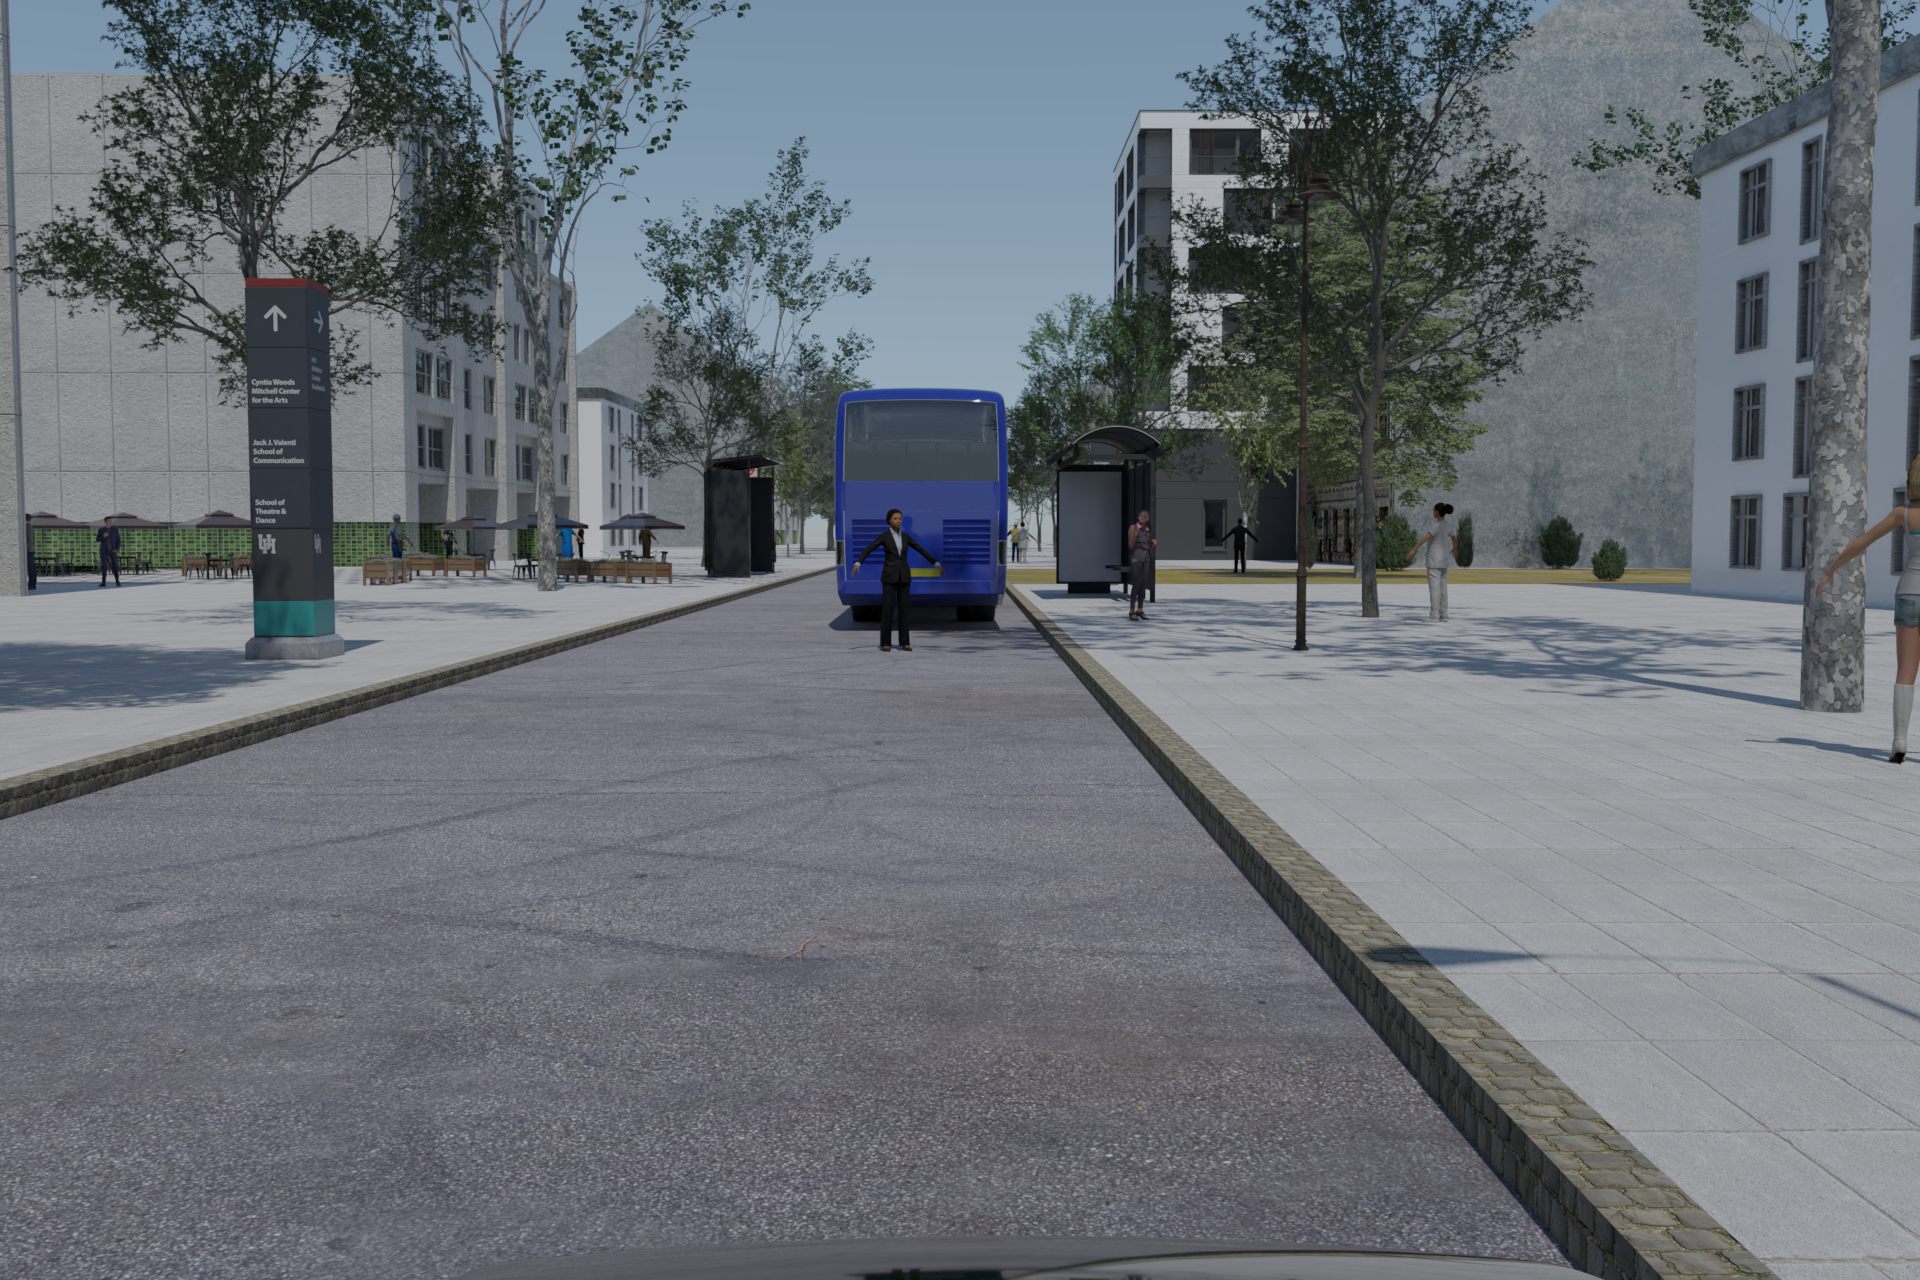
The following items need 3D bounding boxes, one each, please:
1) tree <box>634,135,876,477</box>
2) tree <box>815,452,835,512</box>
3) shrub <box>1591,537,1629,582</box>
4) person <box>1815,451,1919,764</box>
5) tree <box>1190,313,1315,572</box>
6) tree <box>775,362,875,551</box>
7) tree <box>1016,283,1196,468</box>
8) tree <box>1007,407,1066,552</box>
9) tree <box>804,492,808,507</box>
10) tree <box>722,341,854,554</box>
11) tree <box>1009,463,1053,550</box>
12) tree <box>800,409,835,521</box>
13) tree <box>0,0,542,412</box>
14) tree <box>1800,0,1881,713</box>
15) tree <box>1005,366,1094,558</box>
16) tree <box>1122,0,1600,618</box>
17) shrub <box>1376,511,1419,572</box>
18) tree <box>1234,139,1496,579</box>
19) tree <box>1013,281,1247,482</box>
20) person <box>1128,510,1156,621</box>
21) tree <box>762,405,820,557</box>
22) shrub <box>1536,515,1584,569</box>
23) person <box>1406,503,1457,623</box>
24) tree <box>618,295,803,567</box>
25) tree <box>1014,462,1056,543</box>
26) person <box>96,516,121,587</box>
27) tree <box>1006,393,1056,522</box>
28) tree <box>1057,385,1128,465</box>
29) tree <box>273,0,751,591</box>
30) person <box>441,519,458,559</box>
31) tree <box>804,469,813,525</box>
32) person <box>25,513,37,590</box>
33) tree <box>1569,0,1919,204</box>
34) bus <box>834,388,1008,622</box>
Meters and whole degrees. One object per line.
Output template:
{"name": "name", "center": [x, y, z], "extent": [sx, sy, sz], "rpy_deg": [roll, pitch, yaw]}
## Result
{"name": "tree", "center": [-9.798, -13.955, 84.051], "extent": [12.611, 20.169, 13.585], "rpy_deg": [0, 3, 0]}
{"name": "tree", "center": [-9.941, -11.548, 139.178], "extent": [4.737, 8.622, 4.395], "rpy_deg": [0, 3, 0]}
{"name": "shrub", "center": [17.578, -2.188, 46.889], "extent": [1.383, 1.207, 1.383], "rpy_deg": [0, 3, 0]}
{"name": "person", "center": [5.416, -0.186, 9.652], "extent": [1.214, 1.753, 0.721], "rpy_deg": [3, 5, 40]}
{"name": "tree", "center": [9.897, -6.621, 58.608], "extent": [4.737, 8.622, 4.395], "rpy_deg": [0, 3, 0]}
{"name": "tree", "center": [-9.603, -13.609, 129.167], "extent": [9.857, 13.997, 8.962], "rpy_deg": [0, 3, 0]}
{"name": "tree", "center": [6.113, -9.011, 73.081], "extent": [9.928, 11.665, 9.643], "rpy_deg": [0, 3, 0]}
{"name": "tree", "center": [5.437, -11.669, 125.205], "extent": [7.601, 10.594, 8.767], "rpy_deg": [0, 4, 1]}
{"name": "tree", "center": [-21.526, -17.408, 234.989], "extent": [4.360, 8.622, 3.978], "rpy_deg": [0, 3, 0]}
{"name": "tree", "center": [-9.905, -12.166, 109.282], "extent": [12.009, 13.543, 11.850], "rpy_deg": [0, 3, 0]}
{"name": "tree", "center": [5.291, -11.390, 136.583], "extent": [4.360, 8.622, 3.978], "rpy_deg": [0, 3, 0]}
{"name": "tree", "center": [-9.755, -14.786, 148.405], "extent": [9.857, 13.997, 8.962], "rpy_deg": [0, 3, 0]}
{"name": "tree", "center": [-9.556, -5.516, 24.604], "extent": [8.767, 10.594, 7.601], "rpy_deg": [1, 4, 22]}
{"name": "tree", "center": [7.566, -9.496, 11.156], "extent": [12.611, 20.169, 13.585], "rpy_deg": [0, 3, 0]}
{"name": "tree", "center": [4.924, -9.796, 94.582], "extent": [7.601, 10.594, 8.767], "rpy_deg": [0, 4, 6]}
{"name": "tree", "center": [5.974, -5.616, 26.231], "extent": [7.601, 10.594, 8.767], "rpy_deg": [-1, 4, -15]}
{"name": "shrub", "center": [14.908, -3.388, 59.438], "extent": [1.661, 2.075, 1.752], "rpy_deg": [0, 3, 0]}
{"name": "tree", "center": [11.263, -8.064, 49.982], "extent": [7.486, 12.596, 7.792], "rpy_deg": [0, 3, 0]}
{"name": "tree", "center": [6.177, -7.970, 64.728], "extent": [8.767, 10.594, 7.601], "rpy_deg": [0, 4, -5]}
{"name": "person", "center": [2.708, -1.116, 25.764], "extent": [0.415, 1.643, 0.593], "rpy_deg": [0, 4, 6]}
{"name": "tree", "center": [-9.902, -9.091, 98.997], "extent": [4.737, 8.622, 4.395], "rpy_deg": [0, 3, 0]}
{"name": "shrub", "center": [22.067, -3.626, 63.703], "extent": [1.690, 2.028, 1.600], "rpy_deg": [0, 3, 0]}
{"name": "person", "center": [6.893, -1.128, 25.208], "extent": [1.217, 1.739, 0.721], "rpy_deg": [-3, 5, -42]}
{"name": "tree", "center": [-9.613, -8.120, 67.179], "extent": [7.601, 10.594, 8.767], "rpy_deg": [-1, 4, -17]}
{"name": "tree", "center": [10.929, -19.117, 238.321], "extent": [9.928, 11.665, 9.643], "rpy_deg": [0, 3, 0]}
{"name": "person", "center": [-20.782, -2.160, 42.275], "extent": [0.541, 1.710, 0.530], "rpy_deg": [-1, 4, -15]}
{"name": "tree", "center": [5.460, -14.567, 148.547], "extent": [12.009, 13.543, 11.850], "rpy_deg": [0, 3, 0]}
{"name": "tree", "center": [6.314, -7.962, 80.537], "extent": [4.737, 8.622, 4.395], "rpy_deg": [0, 3, 0]}
{"name": "tree", "center": [-10.519, -11.112, 37.568], "extent": [12.611, 20.169, 13.585], "rpy_deg": [0, 3, 0]}
{"name": "person", "center": [-19.680, -3.732, 66.804], "extent": [0.705, 1.856, 1.354], "rpy_deg": [0, 4, -1]}
{"name": "tree", "center": [-24.635, -20.499, 241.806], "extent": [9.857, 13.997, 8.962], "rpy_deg": [0, 3, 0]}
{"name": "person", "center": [-21.598, -2.033, 39.813], "extent": [0.750, 1.759, 0.617], "rpy_deg": [-1, 4, -9]}
{"name": "tree", "center": [25.784, -12.046, 52.839], "extent": [12.611, 20.169, 13.585], "rpy_deg": [0, 3, 0]}
{"name": "bus", "center": [-0.629, -2.425, 31.197], "extent": [2.896, 3.916, 12.251], "rpy_deg": [0, 4, -1]}
